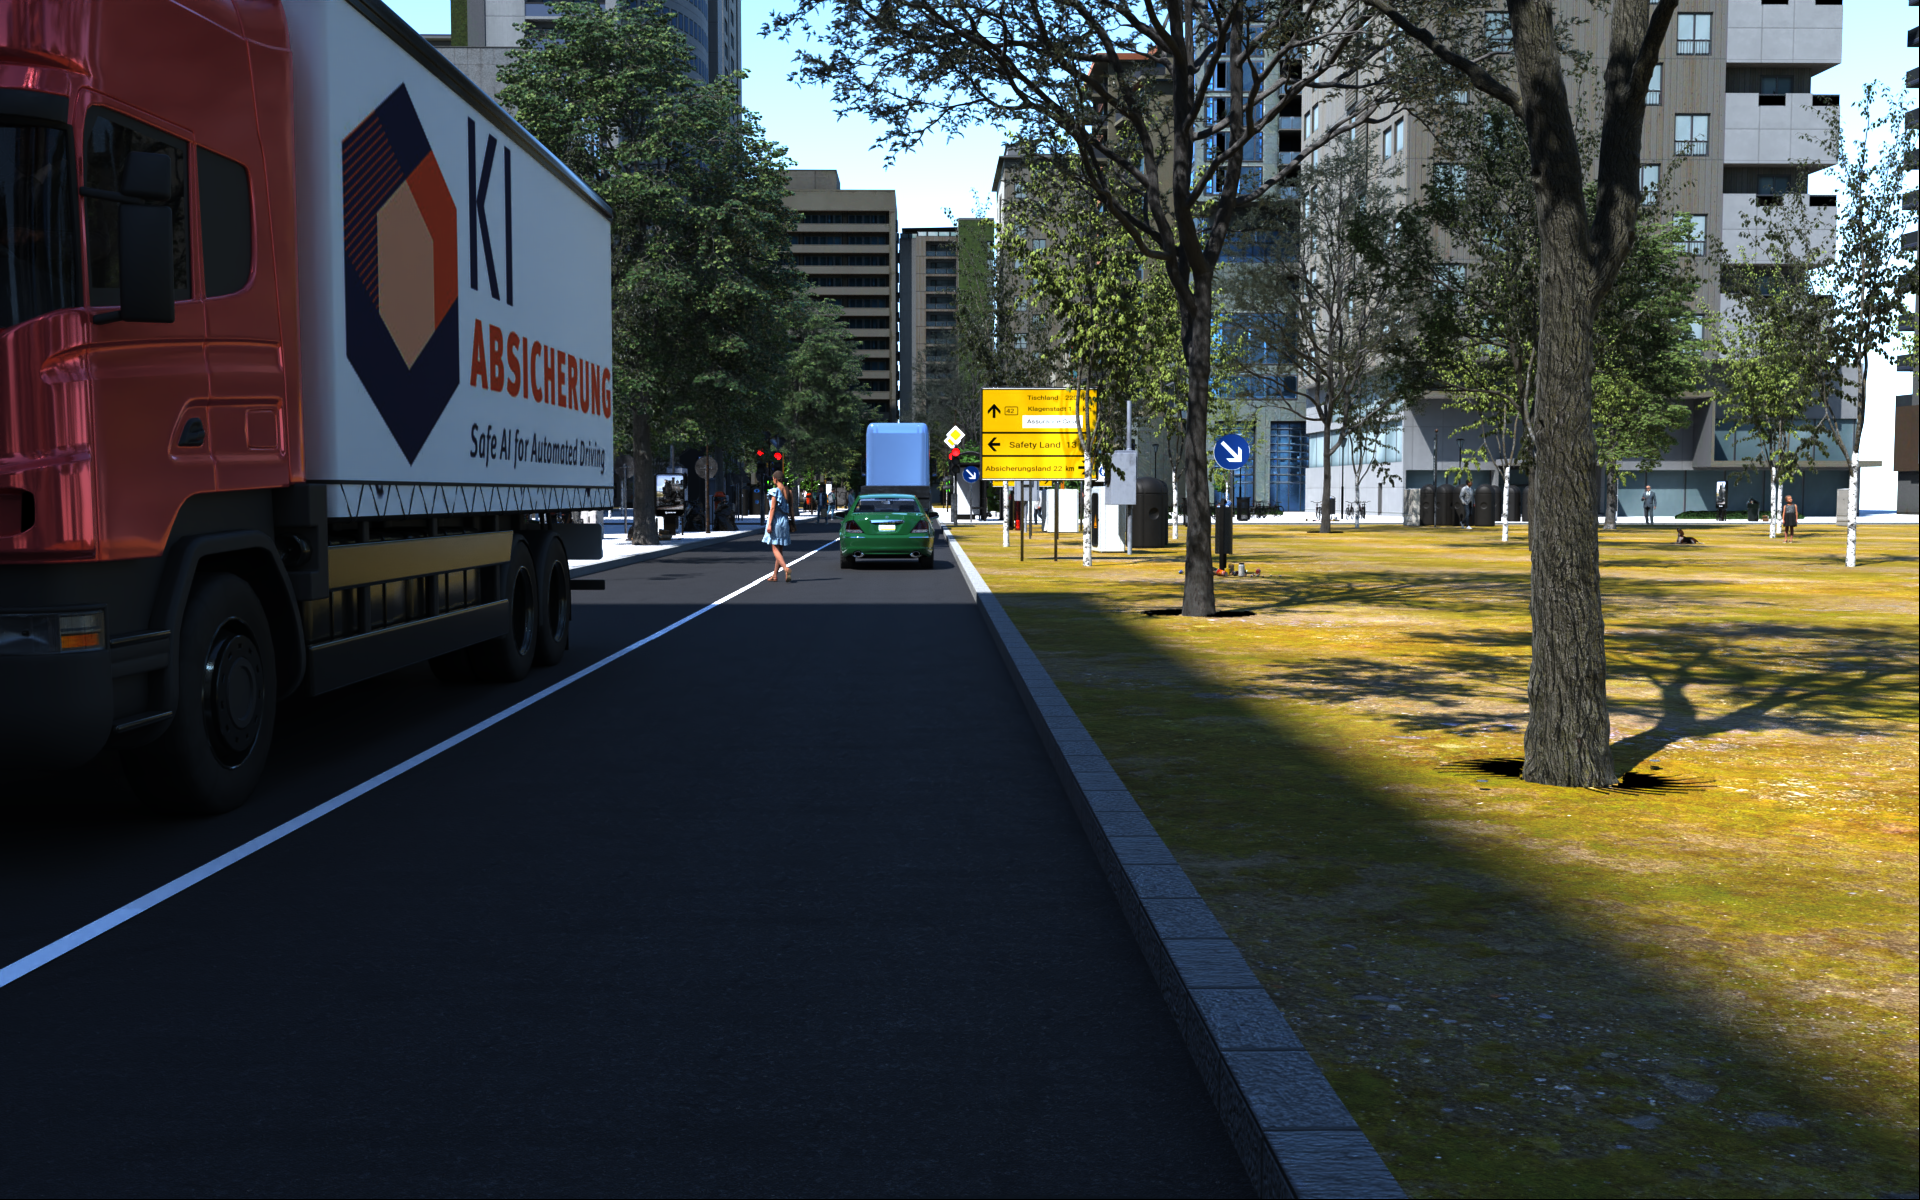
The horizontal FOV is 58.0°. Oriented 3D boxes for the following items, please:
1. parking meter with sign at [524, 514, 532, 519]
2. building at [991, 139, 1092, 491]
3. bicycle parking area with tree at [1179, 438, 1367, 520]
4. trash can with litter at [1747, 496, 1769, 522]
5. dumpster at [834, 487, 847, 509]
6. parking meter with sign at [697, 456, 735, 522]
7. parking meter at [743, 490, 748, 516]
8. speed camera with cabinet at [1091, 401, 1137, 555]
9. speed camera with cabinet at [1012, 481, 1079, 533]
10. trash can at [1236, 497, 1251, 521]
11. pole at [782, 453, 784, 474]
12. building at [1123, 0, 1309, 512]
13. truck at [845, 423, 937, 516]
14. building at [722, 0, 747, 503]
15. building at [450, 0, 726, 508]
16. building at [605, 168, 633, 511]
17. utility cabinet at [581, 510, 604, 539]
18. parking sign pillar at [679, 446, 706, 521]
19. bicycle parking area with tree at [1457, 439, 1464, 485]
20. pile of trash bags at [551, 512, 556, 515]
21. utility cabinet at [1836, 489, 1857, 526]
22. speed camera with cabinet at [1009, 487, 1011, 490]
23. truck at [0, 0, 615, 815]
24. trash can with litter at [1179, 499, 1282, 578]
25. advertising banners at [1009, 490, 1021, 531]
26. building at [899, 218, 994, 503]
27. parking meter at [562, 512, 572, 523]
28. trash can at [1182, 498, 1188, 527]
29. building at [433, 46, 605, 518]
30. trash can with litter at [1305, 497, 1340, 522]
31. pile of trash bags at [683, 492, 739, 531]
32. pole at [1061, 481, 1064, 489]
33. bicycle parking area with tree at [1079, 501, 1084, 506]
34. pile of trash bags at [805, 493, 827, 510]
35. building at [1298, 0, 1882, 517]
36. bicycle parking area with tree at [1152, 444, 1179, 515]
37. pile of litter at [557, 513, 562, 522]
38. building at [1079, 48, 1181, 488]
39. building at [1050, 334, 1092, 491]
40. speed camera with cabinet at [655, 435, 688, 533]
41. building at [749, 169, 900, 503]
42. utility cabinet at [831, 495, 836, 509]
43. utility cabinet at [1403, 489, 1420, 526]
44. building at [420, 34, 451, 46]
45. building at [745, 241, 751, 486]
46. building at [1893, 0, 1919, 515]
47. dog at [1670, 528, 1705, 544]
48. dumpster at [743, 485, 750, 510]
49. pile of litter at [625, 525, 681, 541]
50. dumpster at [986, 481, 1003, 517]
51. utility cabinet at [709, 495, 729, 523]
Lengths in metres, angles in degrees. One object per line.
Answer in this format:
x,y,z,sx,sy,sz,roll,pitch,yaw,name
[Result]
-17.737,-4.544,70.562,0.543,3.016,1.738,0,4,-5,parking meter with sign
19.055,-41.334,265.047,27.495,52.752,28.713,0,4,-1,building
16.946,-6.232,88.900,8.231,4.147,9.016,2,4,30,bicycle parking area with tree
37.249,-4.241,80.727,1.055,1.170,0.624,1,4,22,trash can with litter
-10.430,-8.845,150.373,1.264,1.857,1.865,0,4,-1,dumpster
-11.244,-5.124,80.037,1.738,3.016,0.543,1,4,15,parking meter with sign
-12.667,-5.719,101.921,0.372,1.533,0.369,0,3,0,parking meter
3.312,-2.635,37.421,0.660,3.252,2.038,0,4,-7,speed camera with cabinet
2.854,-3.826,56.885,2.038,3.252,0.660,0,4,-4,speed camera with cabinet
13.465,-4.325,82.368,0.748,1.137,0.748,0,3,0,trash can
-8.881,-5.659,86.371,0.158,3.312,0.155,0,3,0,pole
26.054,-50.427,137.153,22.319,86.520,31.000,0,4,-1,building
-2.277,-4.277,59.694,2.967,4.110,18.799,0,4,-1,truck
-36.715,-46.816,203.690,20.611,71.187,20.563,0,4,-1,building
-34.809,-38.185,166.316,21.231,58.520,28.212,0,4,-1,building
-31.974,-20.208,123.907,14.314,27.812,24.014,0,4,-1,building
-10.620,-2.346,49.521,1.020,1.237,0.306,3,5,40,utility cabinet
-12.793,-5.768,82.774,1.447,3.967,1.447,-1,4,-23,parking sign pillar
28.366,-6.243,89.079,8.231,4.147,9.016,2,4,31,bicycle parking area with tree
-17.615,-3.588,68.423,3.447,1.369,1.912,-1,4,-15,pile of trash bags
35.208,-3.677,68.798,0.318,1.500,1.173,0,4,4,utility cabinet
3.210,-5.386,82.390,2.038,3.252,0.660,-1,4,-20,speed camera with cabinet
-4.469,-1.358,11.113,2.839,4.237,11.283,0,4,-1,truck
4.355,-1.018,27.707,1.678,1.210,2.233,1,4,14,trash can with litter
2.041,-3.964,60.992,0.090,3.025,2.074,-1,4,-20,advertising banners
-2.062,-35.129,257.954,14.086,41.232,14.154,0,4,-1,building
-15.636,-3.860,68.829,0.399,1.863,0.255,3,5,41,parking meter
9.076,-3.448,68.032,0.748,1.137,0.748,0,3,0,trash can
-28.876,-17.354,101.766,12.078,24.808,19.932,0,4,-1,building
16.860,-4.276,80.969,2.233,1.210,1.678,0,4,2,trash can with litter
-8.693,-3.132,60.968,1.912,1.369,3.447,0,4,1,pile of trash bags
4.718,-5.257,79.795,0.158,3.312,0.155,0,3,0,pole
10.240,-8.797,130.835,9.016,4.147,8.231,0,4,2,bicycle parking area with tree
-11.500,-7.780,136.959,1.912,1.369,3.447,1,4,12,pile of trash bags
36.910,-31.677,107.163,27.495,52.752,28.713,0,4,-1,building
13.349,-6.791,98.043,9.016,4.147,8.231,-3,4,-36,bicycle parking area with tree
-18.519,-4.031,79.869,1.719,0.858,1.176,-2,4,-35,pile of litter
23.343,-31.634,171.843,22.147,44.769,28.867,0,4,-1,building
25.339,-21.813,201.675,27.650,21.520,28.899,0,4,-1,building
-9.588,-3.871,57.627,0.660,3.252,2.038,0,4,7,speed camera with cabinet
-20.037,-38.970,260.857,21.600,48.544,21.300,0,4,-1,building
-10.812,-8.196,145.161,0.306,1.237,1.020,-2,4,-33,utility cabinet
18.071,-3.710,69.333,0.318,1.500,1.173,0,4,-4,utility cabinet
-61.275,-37.337,199.701,27.495,52.752,28.713,0,4,-1,building
-38.352,-37.111,256.872,14.200,45.320,14.600,0,4,-1,building
65.897,-27.570,100.879,14.200,45.320,14.600,0,4,-1,building
18.730,-1.642,44.580,0.748,0.427,0.550,3,5,43,dog
-14.017,-6.740,115.962,1.264,1.857,1.865,0,4,-1,dumpster
-8.515,-2.085,48.057,1.719,0.858,1.176,-2,4,-27,pile of litter
2.053,-5.740,96.350,1.502,2.255,1.985,0,4,-1,dumpster
-10.931,-4.091,78.050,1.020,1.237,0.306,-1,4,-18,utility cabinet
